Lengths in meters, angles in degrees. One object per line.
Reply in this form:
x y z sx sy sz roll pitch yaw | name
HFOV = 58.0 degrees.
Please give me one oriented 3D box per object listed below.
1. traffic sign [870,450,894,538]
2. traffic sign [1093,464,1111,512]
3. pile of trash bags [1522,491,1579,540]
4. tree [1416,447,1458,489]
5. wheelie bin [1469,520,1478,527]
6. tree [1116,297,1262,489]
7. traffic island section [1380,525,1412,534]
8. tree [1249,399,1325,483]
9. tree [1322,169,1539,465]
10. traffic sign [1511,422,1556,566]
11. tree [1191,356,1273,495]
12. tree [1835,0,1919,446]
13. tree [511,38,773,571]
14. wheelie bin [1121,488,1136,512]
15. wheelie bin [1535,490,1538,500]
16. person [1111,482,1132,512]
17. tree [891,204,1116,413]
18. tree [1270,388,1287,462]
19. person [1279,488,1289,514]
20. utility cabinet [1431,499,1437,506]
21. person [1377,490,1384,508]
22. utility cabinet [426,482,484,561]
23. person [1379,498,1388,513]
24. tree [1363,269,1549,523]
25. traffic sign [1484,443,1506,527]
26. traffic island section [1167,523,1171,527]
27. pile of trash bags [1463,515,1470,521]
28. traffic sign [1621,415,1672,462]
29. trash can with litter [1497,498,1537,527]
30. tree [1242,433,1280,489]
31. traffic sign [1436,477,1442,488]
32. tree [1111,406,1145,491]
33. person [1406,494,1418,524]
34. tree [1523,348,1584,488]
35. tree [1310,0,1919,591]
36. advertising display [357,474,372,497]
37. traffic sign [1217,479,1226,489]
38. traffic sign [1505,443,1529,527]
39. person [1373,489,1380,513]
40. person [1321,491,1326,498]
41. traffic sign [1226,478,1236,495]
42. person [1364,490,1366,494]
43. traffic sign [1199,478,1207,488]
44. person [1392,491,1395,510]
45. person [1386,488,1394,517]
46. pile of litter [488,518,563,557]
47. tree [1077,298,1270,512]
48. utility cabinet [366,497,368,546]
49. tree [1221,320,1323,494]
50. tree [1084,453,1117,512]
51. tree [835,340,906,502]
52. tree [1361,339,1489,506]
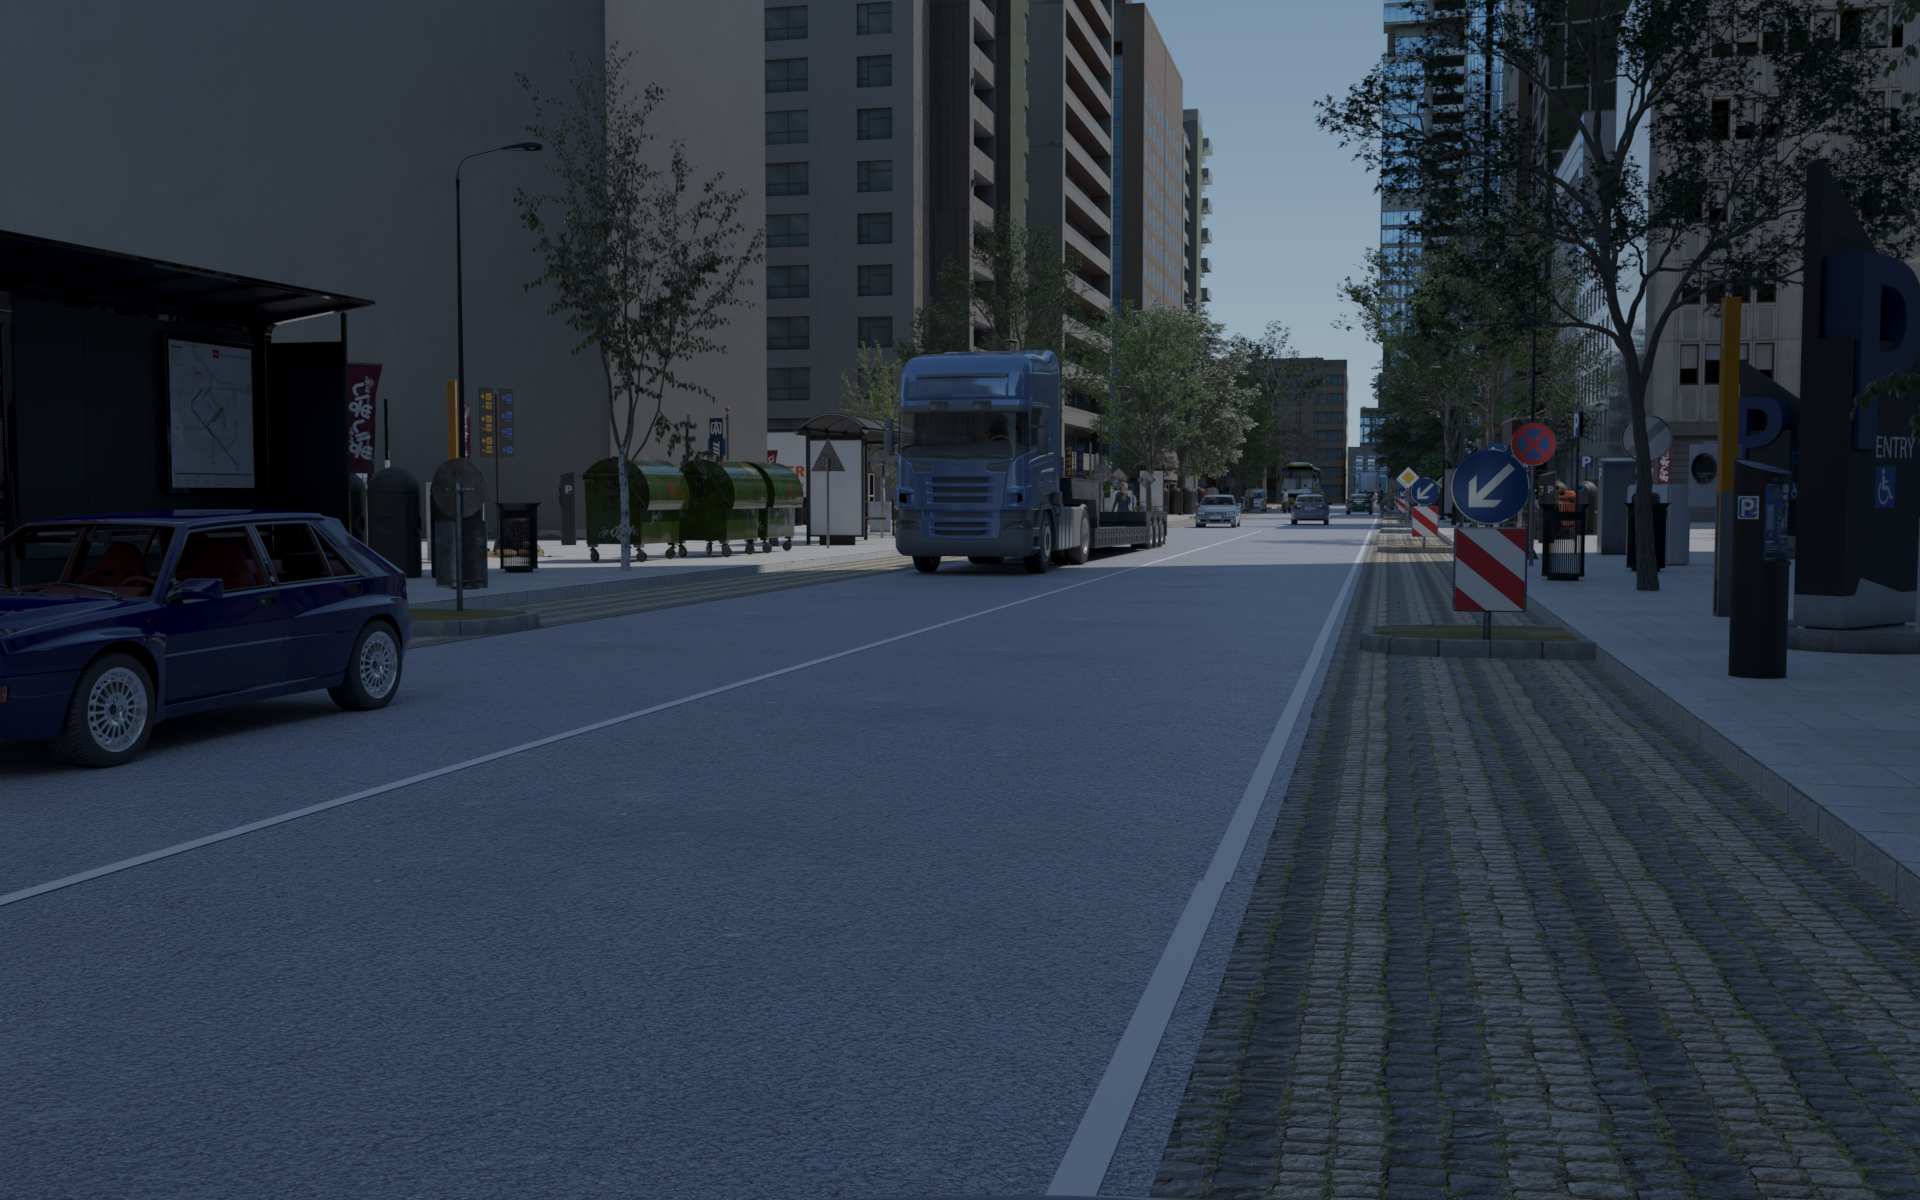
-2.264 -3.060 50.139 0.768 2.556 0.104 1 4 23 | traffic sign
6.072 -4.532 74.207 0.768 2.556 0.104 1 4 19 | traffic sign
16.510 -2.379 48.647 1.912 1.369 3.447 0 4 -4 | pile of trash bags
33.620 -8.416 121.311 4.285 4.588 4.351 0 3 0 | tree
18.307 -3.238 60.854 0.980 1.594 0.693 3 5 44 | wheelie bin
14.515 -12.558 111.985 9.857 13.997 8.962 0 3 0 | tree
16.594 -2.559 64.128 2.009 0.180 2.903 1 4 14 | traffic island section
40.203 -18.706 216.205 12.009 13.543 11.850 0 3 0 | tree
28.524 -15.143 103.479 12.611 20.169 13.585 0 3 0 | tree
10.192 -1.879 30.829 0.768 2.556 0.104 1 4 18 | traffic sign
22.036 -13.760 143.103 7.486 12.596 7.792 0 3 0 | tree
6.393 -3.598 9.194 4.360 8.622 3.978 0 3 0 | tree
-5.459 -4.779 28.499 4.360 8.622 3.978 0 3 0 | tree
8.655 -5.006 89.751 0.980 1.594 0.693 1 4 17 | wheelie bin
39.741 -6.830 119.572 0.693 1.594 0.980 0 4 5 | wheelie bin
4.605 -2.478 49.441 0.534 1.772 0.576 3 5 40 | person
1.329 -7.488 56.836 8.767 10.594 7.601 2 4 27 | tree
25.448 -14.068 155.774 9.928 11.665 9.643 0 3 0 | tree
23.034 -7.014 123.032 0.795 1.843 0.661 1 4 16 | person
38.035 -7.864 139.736 1.020 1.237 0.306 1 4 22 | utility cabinet
33.981 -8.003 139.603 0.600 1.795 0.529 -1 4 -18 | person
-9.477 -1.460 32.552 1.173 1.500 0.318 2 4 28 | utility cabinet
31.223 -6.965 127.884 0.738 1.151 1.012 -3 5 -43 | person
22.231 -9.282 77.510 9.928 11.665 9.643 0 3 0 | tree
13.463 -2.659 43.587 0.768 2.556 0.104 1 4 19 | traffic sign
7.982 -3.192 74.474 2.009 0.180 2.903 1 4 14 | traffic island section
23.991 -4.307 80.168 1.912 1.369 3.447 0 3 0 | pile of trash bags
11.019 -1.697 27.857 0.768 2.556 0.104 1 4 16 | traffic sign
13.315 -1.861 41.820 1.055 1.170 0.624 -3 5 -43 | trash can with litter
28.551 -13.170 165.690 4.360 8.622 3.978 0 3 0 | tree
31.974 -6.957 114.937 0.795 2.450 0.064 1 4 18 | traffic sign
13.493 -11.729 142.126 4.737 8.622 4.395 0 3 0 | tree
21.447 -4.467 81.886 0.721 1.781 0.623 -2 4 -30 | person
29.231 -8.194 84.330 4.360 8.622 3.978 0 3 0 | tree
9.184 -5.423 23.073 8.767 10.594 7.601 0 4 1 | tree
-15.438 -2.422 44.811 0.123 1.923 0.974 -3 5 -40 | advertising display
22.412 -9.067 148.352 0.768 2.556 0.104 1 4 22 | traffic sign
13.066 -2.463 40.381 0.768 2.556 0.104 2 4 23 | traffic sign
30.376 -7.204 126.632 0.624 1.780 0.694 3 5 41 | person
37.314 -10.343 178.061 0.683 1.767 0.568 1 4 10 | person
21.625 -8.450 138.267 0.768 2.556 0.104 1 4 15 | traffic sign
40.056 -9.943 171.054 0.705 1.826 1.348 -1 4 -18 | person
18.972 -8.286 135.577 0.768 2.556 0.104 1 4 14 | traffic sign
38.112 -8.741 152.349 0.436 1.711 0.756 1 4 19 | person
26.739 -6.037 107.553 0.599 1.781 0.374 -1 4 -18 | person
-9.016 -1.308 35.350 1.719 0.858 1.176 1 4 17 | pile of litter
10.004 -10.135 91.469 9.928 11.665 9.643 0 3 0 | tree
-13.621 -1.787 40.379 1.020 1.237 0.306 -2 4 -24 | utility cabinet
34.067 -20.221 186.507 12.611 20.169 13.585 0 3 0 | tree
6.911 -5.376 82.497 1.663 3.219 1.824 0 3 0 | tree
-3.777 -8.049 81.963 4.737 8.622 4.395 0 3 0 | tree
35.828 -13.865 133.344 9.857 13.997 8.962 0 3 0 | tree
